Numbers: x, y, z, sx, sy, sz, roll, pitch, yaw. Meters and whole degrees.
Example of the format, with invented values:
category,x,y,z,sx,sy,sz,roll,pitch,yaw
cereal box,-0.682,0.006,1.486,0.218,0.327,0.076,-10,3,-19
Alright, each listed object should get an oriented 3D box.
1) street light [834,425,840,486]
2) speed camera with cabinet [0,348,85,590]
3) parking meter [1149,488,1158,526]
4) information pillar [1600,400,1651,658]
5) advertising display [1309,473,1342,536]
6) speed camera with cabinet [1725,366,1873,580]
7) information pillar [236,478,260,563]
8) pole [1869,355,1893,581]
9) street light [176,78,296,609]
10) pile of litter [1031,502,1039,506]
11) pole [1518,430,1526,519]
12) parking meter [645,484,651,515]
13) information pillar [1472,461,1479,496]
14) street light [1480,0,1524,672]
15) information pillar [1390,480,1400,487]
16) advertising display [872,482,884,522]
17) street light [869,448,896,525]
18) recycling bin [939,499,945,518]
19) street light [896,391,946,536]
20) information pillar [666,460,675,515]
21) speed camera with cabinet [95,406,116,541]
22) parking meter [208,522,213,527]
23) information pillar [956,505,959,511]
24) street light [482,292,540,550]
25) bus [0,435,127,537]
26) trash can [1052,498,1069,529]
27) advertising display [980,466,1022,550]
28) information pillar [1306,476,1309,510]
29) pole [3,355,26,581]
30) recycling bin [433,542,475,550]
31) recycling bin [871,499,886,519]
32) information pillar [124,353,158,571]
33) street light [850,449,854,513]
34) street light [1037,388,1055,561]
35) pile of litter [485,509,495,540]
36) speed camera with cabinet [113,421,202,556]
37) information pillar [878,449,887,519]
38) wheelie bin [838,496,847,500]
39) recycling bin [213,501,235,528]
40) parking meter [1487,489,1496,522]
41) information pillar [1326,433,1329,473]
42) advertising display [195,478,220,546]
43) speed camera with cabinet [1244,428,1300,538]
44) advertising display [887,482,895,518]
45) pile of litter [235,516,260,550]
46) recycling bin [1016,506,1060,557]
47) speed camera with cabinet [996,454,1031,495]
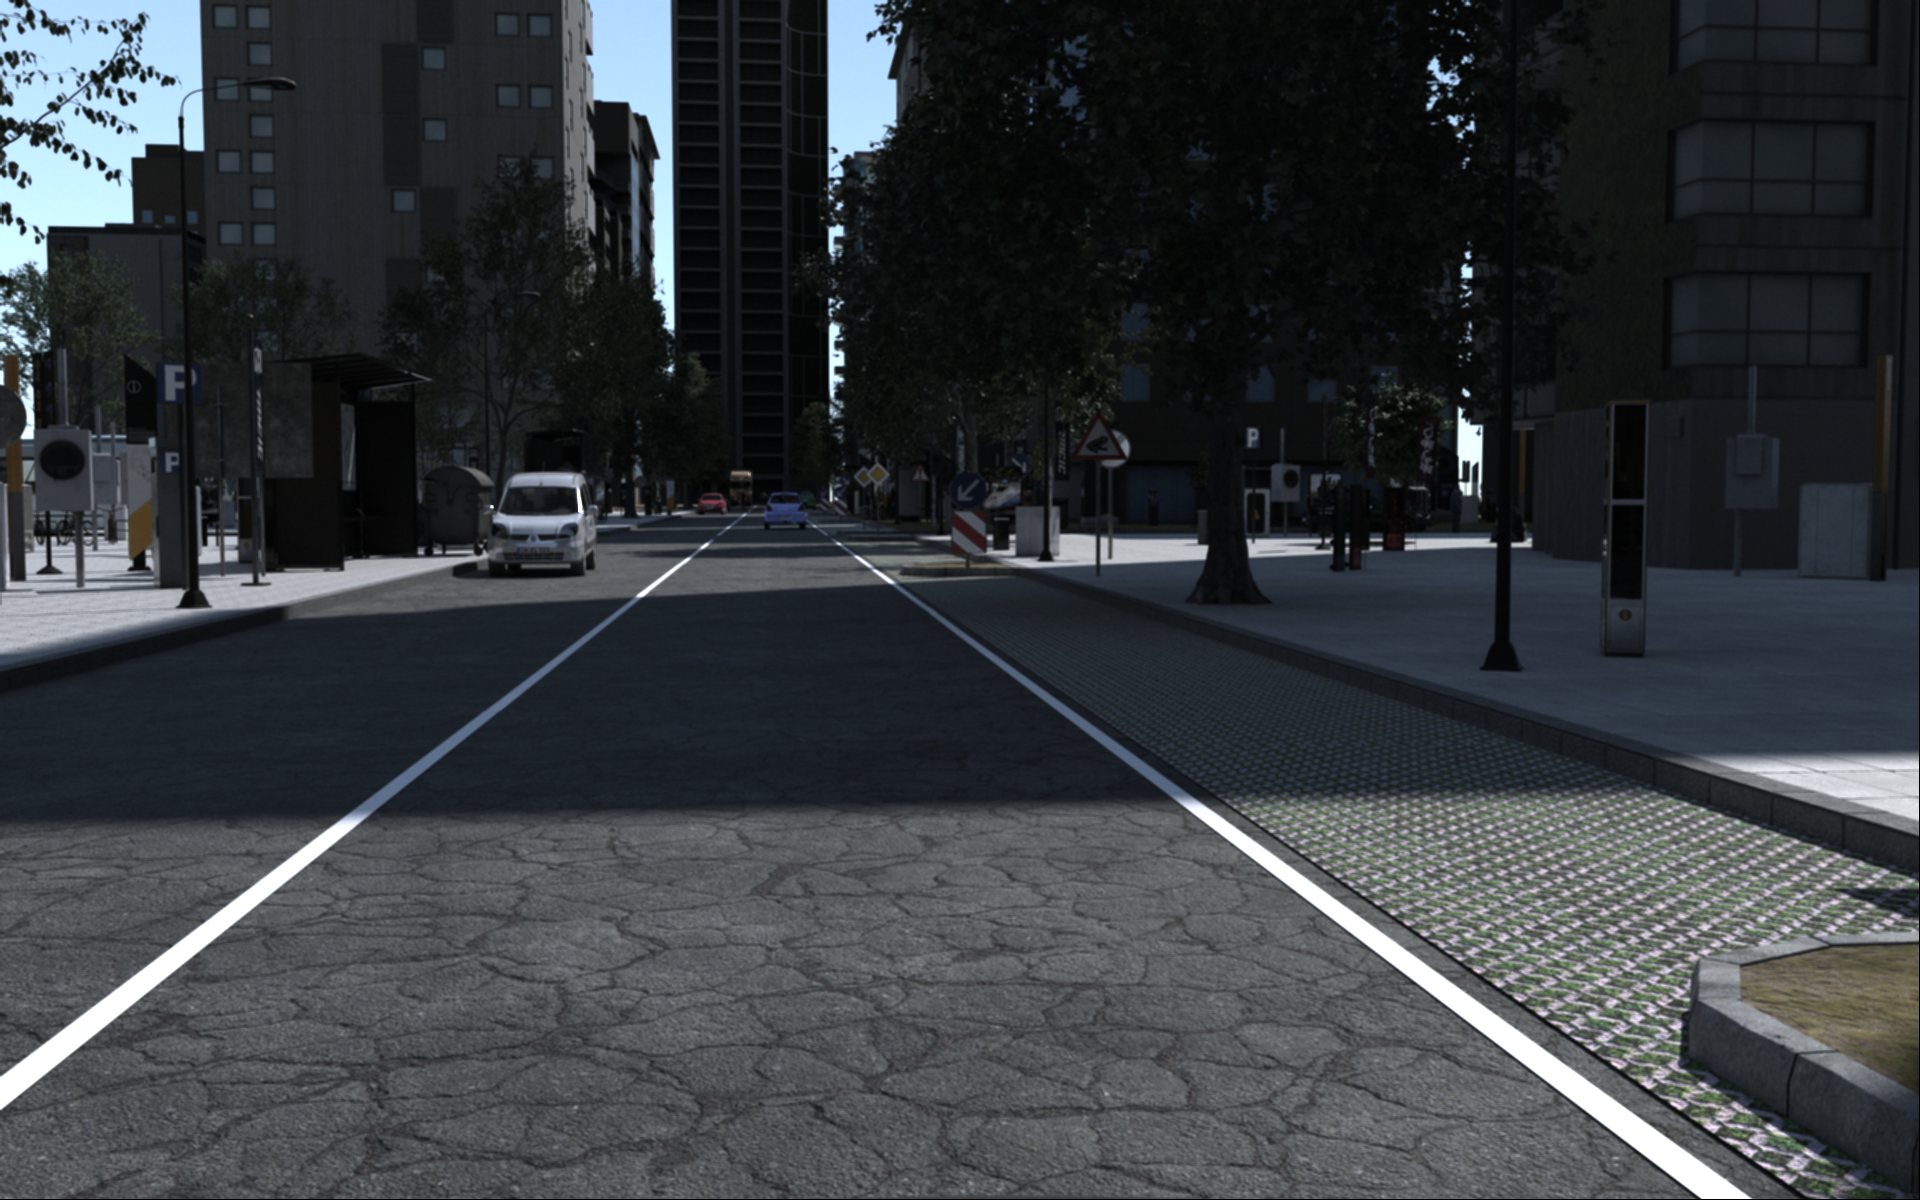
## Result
category,x,y,z,sx,sy,sz,roll,pitch,yaw
street light,-7.680,-8.689,114.611,1.470,5.913,1.316,0,4,-6
speed camera with cabinet,-12.766,-1.765,23.186,2.038,3.252,0.660,-1,4,-23
parking meter,7.833,-3.774,70.112,0.372,1.533,0.369,0,3,0
information pillar,5.252,-0.562,13.682,0.304,2.012,0.304,1,4,13
advertising display,11.058,-2.889,52.451,0.974,1.923,0.123,0,4,7
speed camera with cabinet,12.913,-1.973,26.596,2.038,3.252,0.660,2,4,34
information pillar,-13.221,-1.691,32.144,0.304,2.012,0.304,0,4,-6
pole,13.549,-1.935,25.473,0.158,3.312,0.155,0,3,0
street light,-8.113,-2.868,19.439,1.470,5.913,1.316,0,4,-6
pile of litter,4.164,-5.091,97.196,1.719,0.858,1.176,1,4,18
pole,17.669,-3.708,54.462,0.158,3.312,0.155,0,3,0
parking meter,-18.912,-6.069,104.932,0.255,1.863,0.399,1,4,17
information pillar,36.385,-8.010,122.314,0.504,3.616,0.183,-1,4,-13
street light,3.428,-2.441,12.452,1.470,5.913,1.316,0,4,-6
information pillar,13.934,-3.912,55.323,0.183,3.616,0.504,-2,4,-24
advertising display,-3.829,-4.617,80.704,0.123,1.923,0.974,2,4,26
street light,-3.169,-6.125,72.678,1.470,5.913,1.316,0,4,-6
recycling bin,-0.938,-4.844,91.756,0.722,1.027,0.722,-1,4,-17
street light,-1.116,-4.952,53.508,1.470,5.913,1.316,0,4,-6
information pillar,-17.729,-7.013,106.015,0.504,3.616,0.183,0,4,5
speed camera with cabinet,-19.092,-2.779,39.773,0.660,3.252,2.038,3,5,44
parking meter,-29.026,-3.602,67.308,0.372,1.533,0.369,0,3,0
information pillar,-0.257,-6.506,110.868,0.304,2.012,0.304,-2,4,-23
street light,-10.353,-4.122,39.928,1.470,5.913,1.316,0,4,-6
bus,-32.594,-3.653,54.589,13.247,3.499,2.948,0,4,-5
trash can,3.678,-3.196,63.906,0.748,1.137,0.748,0,3,0
advertising display,0.947,-2.119,39.863,0.974,1.923,0.123,-1,4,-9
information pillar,13.948,-3.930,68.741,0.304,2.012,0.304,-3,4,-36
pole,-13.939,-1.938,25.529,0.158,3.312,0.155,0,3,0
recycling bin,-12.122,-1.769,41.481,0.722,1.027,0.722,2,4,35
recycling bin,-4.295,-4.798,91.001,0.722,1.027,0.722,0,4,-7
information pillar,-13.636,-2.294,28.868,0.504,3.616,0.183,-1,4,-20
street light,-5.297,-7.378,93.179,1.470,5.913,1.316,0,4,-6
street light,1.120,-3.699,33.019,1.470,5.913,1.316,0,4,-6
pile of litter,-13.746,-2.146,49.056,1.176,0.858,1.719,2,4,32
speed camera with cabinet,-16.717,-2.560,36.199,2.038,3.252,0.660,2,4,33
information pillar,-4.002,-5.976,89.064,0.504,3.616,0.183,-1,4,-11
wheelie bin,-8.453,-7.136,124.582,0.693,1.594,0.980,-1,4,-9
recycling bin,-27.903,-3.247,65.647,0.722,1.027,0.722,-1,4,-17
parking meter,24.138,-4.298,78.679,0.372,1.533,0.369,0,3,0
information pillar,13.140,-4.332,62.190,0.183,3.616,0.504,0,4,3
advertising display,-18.618,-2.270,42.331,0.974,1.923,0.123,-3,4,-39
speed camera with cabinet,9.125,-3.500,51.557,2.038,3.252,0.660,-2,4,-25
advertising display,-3.611,-5.357,92.796,0.123,1.923,0.974,2,4,35
pile of litter,-16.229,-1.616,40.393,1.176,0.858,1.719,-3,4,-39
recycling bin,1.607,-1.422,35.804,0.722,1.027,0.722,2,4,26
speed camera with cabinet,2.475,-5.614,86.129,2.038,3.252,0.660,-1,4,-13
